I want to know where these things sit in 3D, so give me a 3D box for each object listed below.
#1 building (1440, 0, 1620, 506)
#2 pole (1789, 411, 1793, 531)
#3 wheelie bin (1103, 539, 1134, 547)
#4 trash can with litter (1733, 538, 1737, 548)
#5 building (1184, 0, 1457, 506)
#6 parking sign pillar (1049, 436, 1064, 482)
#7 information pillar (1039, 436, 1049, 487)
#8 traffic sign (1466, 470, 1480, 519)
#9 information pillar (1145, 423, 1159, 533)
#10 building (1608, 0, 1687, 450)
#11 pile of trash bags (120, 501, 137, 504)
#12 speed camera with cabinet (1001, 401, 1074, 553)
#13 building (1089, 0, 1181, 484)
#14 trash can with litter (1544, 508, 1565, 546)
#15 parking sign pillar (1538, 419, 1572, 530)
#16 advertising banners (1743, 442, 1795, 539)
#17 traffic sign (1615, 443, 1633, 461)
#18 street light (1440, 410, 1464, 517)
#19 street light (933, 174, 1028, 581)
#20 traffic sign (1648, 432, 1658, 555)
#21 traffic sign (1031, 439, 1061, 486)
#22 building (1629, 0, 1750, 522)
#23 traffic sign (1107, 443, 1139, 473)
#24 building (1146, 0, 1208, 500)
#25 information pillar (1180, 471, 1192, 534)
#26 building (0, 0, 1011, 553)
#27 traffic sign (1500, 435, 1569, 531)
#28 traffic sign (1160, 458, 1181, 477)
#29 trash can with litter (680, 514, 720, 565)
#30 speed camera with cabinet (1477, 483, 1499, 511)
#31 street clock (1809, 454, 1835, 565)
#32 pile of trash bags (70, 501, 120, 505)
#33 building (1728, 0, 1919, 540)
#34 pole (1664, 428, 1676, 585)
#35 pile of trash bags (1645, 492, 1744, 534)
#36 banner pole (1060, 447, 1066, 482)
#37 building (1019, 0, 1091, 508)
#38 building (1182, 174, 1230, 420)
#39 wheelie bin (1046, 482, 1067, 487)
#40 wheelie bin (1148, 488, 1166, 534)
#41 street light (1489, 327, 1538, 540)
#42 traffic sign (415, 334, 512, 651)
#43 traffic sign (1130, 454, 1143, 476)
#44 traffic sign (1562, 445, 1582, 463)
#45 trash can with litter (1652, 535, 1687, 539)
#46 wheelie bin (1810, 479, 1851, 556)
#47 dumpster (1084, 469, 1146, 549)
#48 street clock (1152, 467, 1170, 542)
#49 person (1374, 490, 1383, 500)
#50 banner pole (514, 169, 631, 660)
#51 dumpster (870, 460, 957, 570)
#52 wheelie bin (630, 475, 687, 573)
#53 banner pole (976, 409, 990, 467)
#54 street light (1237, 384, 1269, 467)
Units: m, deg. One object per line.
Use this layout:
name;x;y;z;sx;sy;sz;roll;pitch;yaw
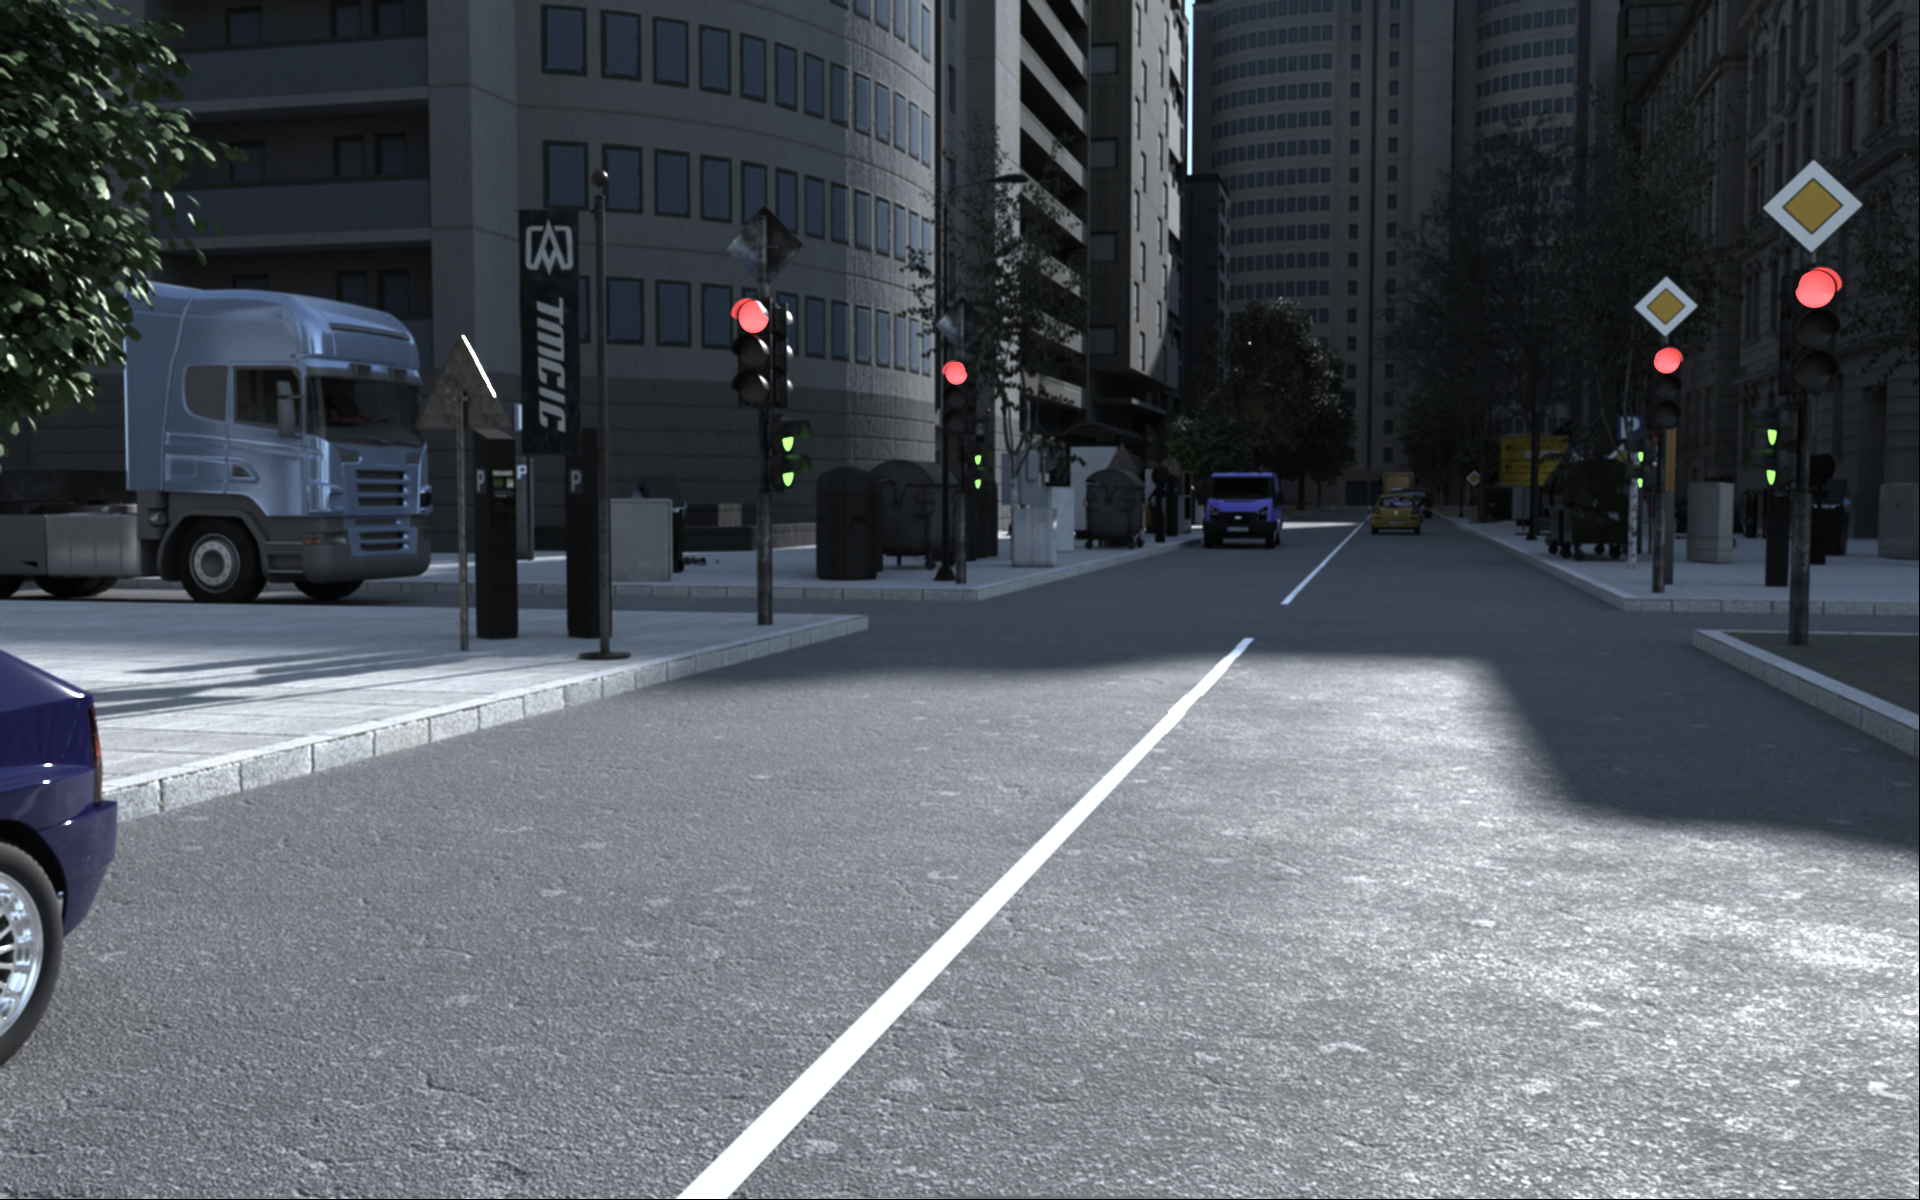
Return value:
building;68.152;-39.580;189.136;28.212;58.520;21.231;1;4;14
pole;20.347;-2.984;42.632;0.158;3.312;0.155;0;3;0
wheelie bin;3.822;-2.110;42.412;0.980;1.594;0.693;-2;4;-25
trash can with litter;18.296;-1.843;41.521;0.624;1.170;1.055;0;4;-4
building;40.770;-40.043;196.707;28.212;58.520;21.231;1;4;14
parking sign pillar;4.137;-5.564;79.443;1.447;3.967;1.447;3;5;43
information pillar;3.339;-4.725;68.602;0.504;3.616;0.183;3;5;40
traffic sign;24.619;-5.002;82.975;0.795;2.450;0.064;1;4;18
information pillar;6.335;-4.035;57.323;0.504;3.616;0.183;-2;4;-27
building;44.719;-20.061;99.697;14.160;30.474;14.107;1;4;14
pile of trash bags;-40.835;-4.811;88.404;3.447;1.369;1.912;2;4;29
speed camera with cabinet;1.695;-2.635;37.413;0.660;3.252;2.038;3;4;37
building;0.044;-32.198;115.672;28.713;52.752;27.495;1;4;14
trash can with litter;14.801;-1.937;43.057;0.624;1.170;1.055;0;4;-1
parking sign pillar;21.167;-4.493;61.938;1.447;3.967;1.447;-1;4;-18
advertising banners;23.255;-3.277;49.768;0.090;3.025;2.074;-1;4;-12
traffic sign;14.906;-2.314;39.019;0.795;2.450;0.064;1;4;17
street light;27.095;-7.514;95.391;1.470;5.913;1.316;1;4;14
street light;0.307;-3.233;25.397;1.470;5.913;1.316;1;4;14
traffic sign;14.607;-2.238;36.588;0.884;2.594;0.081;1;4;14
traffic sign;1.932;-2.433;39.889;0.768;2.556;0.104;1;4;16
building;38.790;-17.268;79.587;12.463;27.353;25.104;1;4;14
traffic sign;4.087;-2.680;43.829;0.884;2.594;0.081;1;4;20
building;9.349;-42.782;137.744;20.563;71.187;20.611;1;4;14
information pillar;7.327;-3.166;56.263;0.304;2.012;0.304;-1;4;-16
building;-11.400;-31.091;50.335;21.231;58.520;28.212;1;4;14
traffic sign;19.858;-4.041;59.939;2.265;3.308;0.079;1;4;14
traffic sign;7.328;-3.689;60.426;0.768;2.556;0.104;1;4;21
trash can with litter;-5.237;-1.278;31.947;1.678;1.210;2.233;-1;4;-20
speed camera with cabinet;29.033;-6.095;93.996;2.038;3.252;0.660;-2;4;-29
street clock;15.649;-1.650;31.547;0.471;2.002;0.358;-1;4;-19
pile of trash bags;-40.953;-4.301;80.079;3.447;1.369;1.912;2;4;29
building;33.907;-16.393;55.408;14.401;28.519;23.554;1;4;14
pole;10.024;-1.876;24.510;0.158;3.312;0.155;0;3;0
pile of trash bags;24.225;-2.914;57.391;1.912;1.369;3.447;-2;4;-31
banner pole;4.758;-5.574;81.147;0.863;3.779;0.401;3;5;40
building;-5.589;-28.450;88.867;21.300;48.544;21.600;1;4;14
building;17.561;-23.747;159.972;14.107;30.474;14.160;1;4;14
wheelie bin;2.528;-2.312;45.710;0.980;1.594;0.693;0;4;-7
wheelie bin;6.537;-2.967;56.410;0.693;1.594;0.980;1;4;22
street light;15.416;-4.632;48.268;1.470;5.913;1.316;1;4;14
traffic sign;-4.060;-0.863;14.116;0.884;2.594;0.081;1;4;16
traffic sign;5.485;-3.399;55.688;0.768;2.556;0.104;1;4;20
traffic sign;15.973;-2.736;44.841;0.768;2.556;0.104;1;4;19
trash can with litter;20.957;-2.357;49.594;2.233;1.210;1.678;1;4;20
wheelie bin;18.228;-1.739;36.346;0.980;1.594;0.693;3;5;45
dumpster;3.646;-2.148;40.872;1.264;1.857;1.865;1;4;14
street clock;5.324;-2.535;46.022;0.471;2.002;0.358;-3;5;-41
person;34.940;-8.240;143.938;1.217;1.736;0.721;-1;4;-18
banner pole;-3.015;-1.434;13.471;0.863;3.779;0.401;0;4;0
dumpster;-0.829;-1.483;30.004;1.264;1.857;1.865;1;4;14
wheelie bin;-4.960;-1.245;28.270;0.980;1.594;0.693;-3;5;-42
banner pole;0.679;-3.735;51.077;0.401;3.779;0.863;2;4;35
street light;12.278;-6.150;73.097;1.470;5.913;1.316;1;4;14
